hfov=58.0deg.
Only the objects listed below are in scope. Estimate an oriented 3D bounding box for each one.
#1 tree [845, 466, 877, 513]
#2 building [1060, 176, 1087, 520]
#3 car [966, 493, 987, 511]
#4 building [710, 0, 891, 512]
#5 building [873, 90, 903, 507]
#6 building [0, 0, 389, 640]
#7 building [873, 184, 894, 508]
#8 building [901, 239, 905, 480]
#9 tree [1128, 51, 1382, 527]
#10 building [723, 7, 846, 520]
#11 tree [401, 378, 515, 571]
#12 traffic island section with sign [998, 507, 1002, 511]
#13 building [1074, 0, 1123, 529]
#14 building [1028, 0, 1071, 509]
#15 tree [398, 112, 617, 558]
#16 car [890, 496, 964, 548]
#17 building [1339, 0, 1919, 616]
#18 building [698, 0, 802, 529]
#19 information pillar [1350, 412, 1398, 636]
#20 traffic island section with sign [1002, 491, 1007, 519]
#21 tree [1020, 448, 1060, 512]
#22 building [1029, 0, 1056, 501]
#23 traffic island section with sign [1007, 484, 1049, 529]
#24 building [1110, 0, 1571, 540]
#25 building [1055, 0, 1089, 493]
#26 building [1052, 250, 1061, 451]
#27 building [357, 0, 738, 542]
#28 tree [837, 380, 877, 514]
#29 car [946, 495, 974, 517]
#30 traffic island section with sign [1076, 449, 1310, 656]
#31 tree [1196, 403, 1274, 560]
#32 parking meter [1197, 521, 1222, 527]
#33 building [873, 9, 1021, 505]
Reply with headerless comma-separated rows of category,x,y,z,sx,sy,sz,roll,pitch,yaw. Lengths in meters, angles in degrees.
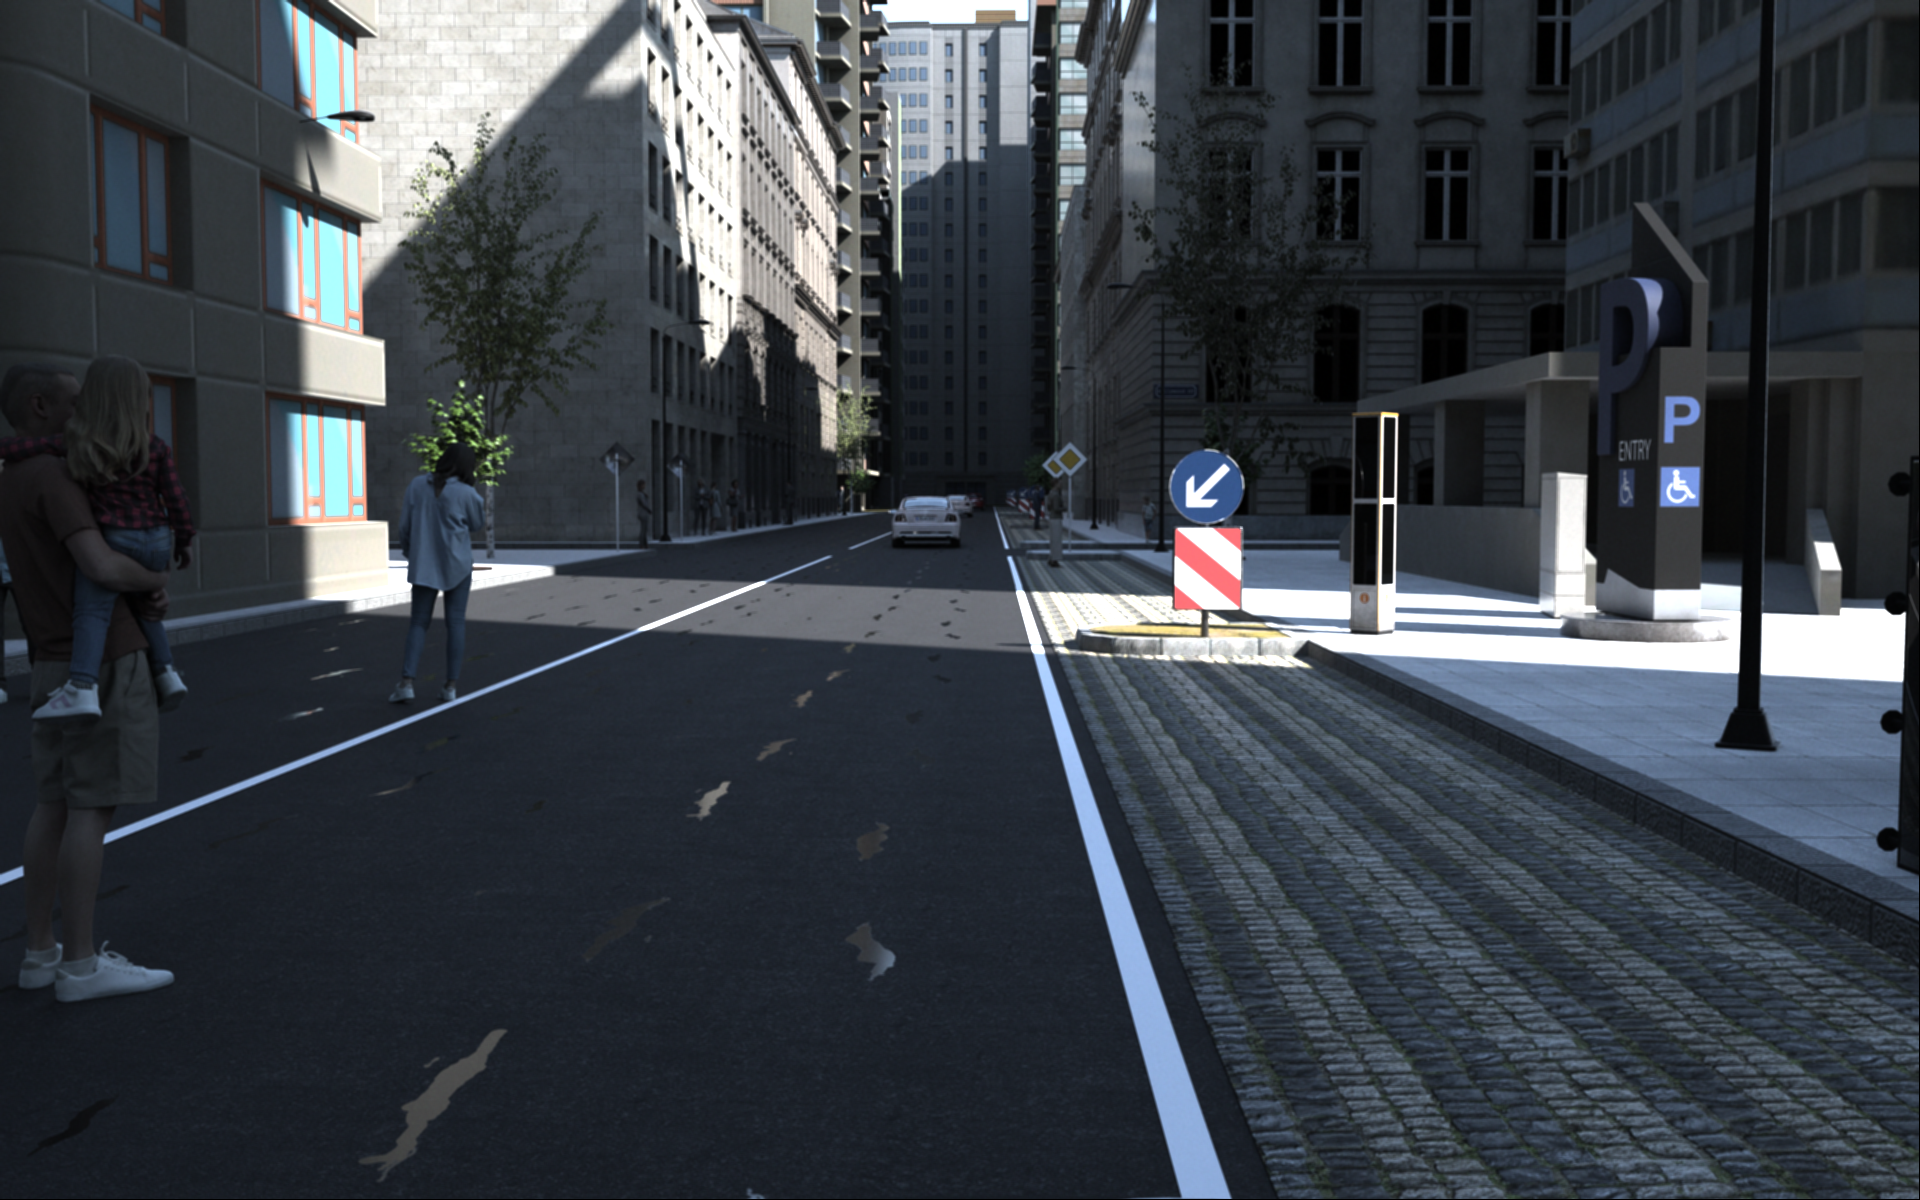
tree,-6.869,-7.739,121.126,1.663,3.219,1.824,0,3,0
building,10.960,-14.618,93.764,10.420,20.320,16.860,0,4,1
car,1.209,-8.615,149.894,2.155,1.783,4.494,0,4,3
building,-16.962,-29.422,135.668,22.147,44.769,28.867,0,4,1
building,-13.116,-29.825,171.232,14.154,41.232,14.086,0,4,1
building,-22.018,-10.045,9.269,27.650,21.520,28.899,0,4,1
building,-13.435,-23.596,157.494,14.160,30.474,14.107,0,4,1
building,-13.166,-25.637,190.872,14.107,30.474,14.160,0,4,1
tree,4.654,-4.824,29.243,4.360,8.622,3.978,0,3,0
building,-13.334,-18.118,93.496,12.463,27.353,25.104,0,4,1
tree,-8.266,-2.109,29.078,1.663,3.219,1.824,0,3,0
traffic island section with sign,4.401,-8.556,148.511,1.989,1.847,2.006,0,4,1
building,11.564,-16.825,72.351,12.463,27.353,25.104,0,4,1
building,17.548,-39.133,181.828,21.231,58.520,28.212,0,4,1
tree,-9.218,-5.149,34.552,4.737,8.622,4.395,0,3,0
car,-0.917,-2.169,47.821,2.083,1.381,4.827,0,4,0
building,23.343,-20.384,25.167,32.217,40.220,23.993,0,4,1
building,-12.423,-13.631,72.025,9.793,20.994,18.267,0,4,1
information pillar,3.778,-0.693,15.822,0.304,2.012,0.304,3,5,42
traffic island section with sign,3.543,-5.557,99.480,1.989,1.847,2.006,0,4,1
tree,6.003,-8.602,124.354,4.285,4.588,4.351,0,3,0
building,17.402,-30.518,153.586,22.147,44.769,28.867,0,4,1
traffic island section with sign,3.073,-3.888,72.197,1.989,1.847,2.006,0,4,1
building,22.275,-14.265,52.311,34.723,24.649,14.460,0,4,1
building,14.262,-27.444,132.309,14.154,41.232,14.086,0,4,1
building,11.546,-15.125,111.921,10.561,19.102,19.286,0,4,1
building,-13.413,-12.198,54.190,10.420,20.320,16.860,0,4,1
tree,-7.122,-9.827,111.038,4.737,8.622,4.395,0,3,0
car,-0.149,-5.854,108.076,2.083,1.381,4.827,0,4,2
traffic island section with sign,2.098,-0.460,16.154,1.989,1.847,2.006,0,4,1
tree,5.007,-2.392,33.712,1.663,3.219,1.824,0,3,0
parking meter,3.802,-1.101,26.420,0.372,1.533,0.369,0,3,0
building,-5.149,-41.165,215.040,28.212,58.520,21.231,0,4,1
